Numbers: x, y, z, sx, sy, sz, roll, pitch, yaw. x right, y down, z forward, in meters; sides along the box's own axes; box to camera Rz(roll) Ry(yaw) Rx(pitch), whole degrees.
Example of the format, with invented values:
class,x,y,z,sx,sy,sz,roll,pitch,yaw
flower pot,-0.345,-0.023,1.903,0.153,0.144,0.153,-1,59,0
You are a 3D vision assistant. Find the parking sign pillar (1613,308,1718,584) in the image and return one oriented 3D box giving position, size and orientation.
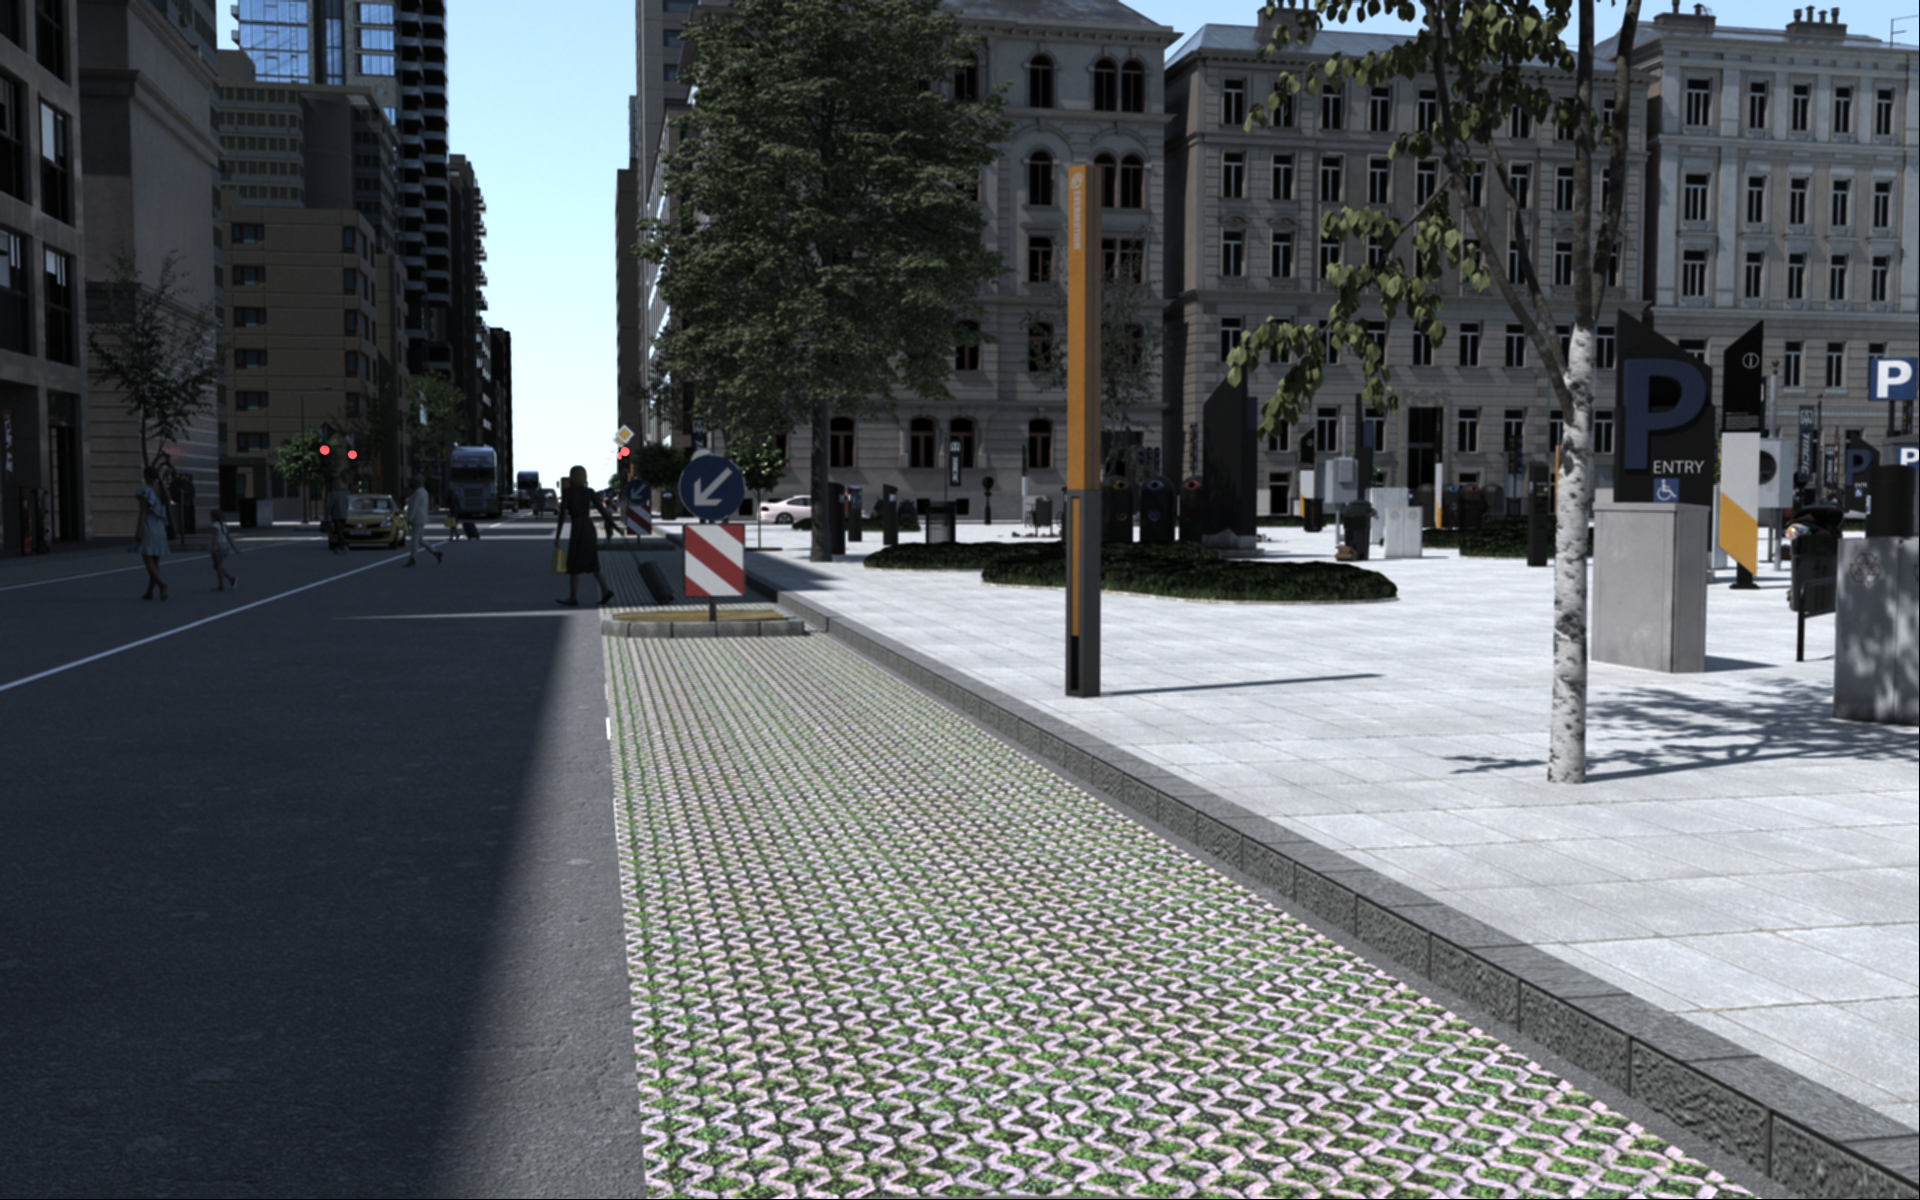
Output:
class,x,y,z,sx,sy,sz,roll,pitch,yaw
parking sign pillar,10.181,-2.237,25.044,1.447,3.967,1.447,1,4,11

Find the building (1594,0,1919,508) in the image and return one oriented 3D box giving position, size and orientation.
class,x,y,z,sx,sy,sz,roll,pitch,yaw
building,44.007,-19.041,97.227,20.117,28.700,13.634,-1,4,-12

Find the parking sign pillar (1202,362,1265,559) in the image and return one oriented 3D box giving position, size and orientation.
class,x,y,z,sx,sy,sz,roll,pitch,yaw
parking sign pillar,5.439,-2.841,34.917,1.447,3.967,1.447,-2,4,-27

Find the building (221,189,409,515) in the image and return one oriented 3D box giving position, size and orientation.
class,x,y,z,sx,sy,sz,roll,pitch,yaw
building,-53.108,-16.632,116.966,27.650,21.520,28.899,-1,4,-12

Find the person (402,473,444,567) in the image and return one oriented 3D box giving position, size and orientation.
class,x,y,z,sx,sy,sz,roll,pitch,yaw
person,-10.632,-1.583,34.256,0.818,1.842,0.514,-1,4,-23

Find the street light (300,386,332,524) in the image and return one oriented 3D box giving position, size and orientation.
class,x,y,z,sx,sy,sz,roll,pitch,yaw
street light,-27.776,-6.252,74.759,1.470,5.913,1.316,-1,4,-12

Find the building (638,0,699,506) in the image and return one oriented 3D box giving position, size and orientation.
class,x,y,z,sx,sy,sz,roll,pitch,yaw
building,-20.540,-38.358,169.146,21.231,58.520,28.212,-1,4,-12

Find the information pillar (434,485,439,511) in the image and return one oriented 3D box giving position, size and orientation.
class,x,y,z,sx,sy,sz,roll,pitch,yaw
information pillar,-40.453,-7.910,133.813,0.304,2.012,0.304,-3,5,-42

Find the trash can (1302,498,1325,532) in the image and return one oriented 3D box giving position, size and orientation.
class,x,y,z,sx,sy,sz,roll,pitch,yaw
trash can,11.869,-2.847,58.198,0.748,1.137,0.748,0,3,0

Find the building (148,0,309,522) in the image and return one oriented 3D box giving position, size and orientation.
class,x,y,z,sx,sy,sz,roll,pitch,yaw
building,-49.385,-23.863,82.033,32.217,40.220,23.993,-1,4,-12

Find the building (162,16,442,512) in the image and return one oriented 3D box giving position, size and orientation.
class,x,y,z,sx,sy,sz,roll,pitch,yaw
building,-64.180,-28.373,155.776,32.217,40.220,23.993,-1,4,-12

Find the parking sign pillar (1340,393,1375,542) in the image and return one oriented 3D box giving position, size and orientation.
class,x,y,z,sx,sy,sz,roll,pitch,yaw
parking sign pillar,10.964,-3.579,46.992,1.447,3.967,1.447,1,4,16

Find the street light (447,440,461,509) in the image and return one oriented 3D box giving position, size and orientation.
class,x,y,z,sx,sy,sz,roll,pitch,yaw
street light,-43.669,-10.827,149.561,1.470,5.913,1.316,-1,4,-12

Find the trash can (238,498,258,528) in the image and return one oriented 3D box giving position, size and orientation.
class,x,y,z,sx,sy,sz,roll,pitch,yaw
trash can,-27.175,-3.332,66.129,0.748,1.137,0.748,0,3,0

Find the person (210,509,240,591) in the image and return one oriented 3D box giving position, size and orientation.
class,x,y,z,sx,sy,sz,roll,pitch,yaw
person,-10.888,-0.737,25.563,0.382,1.210,0.505,0,4,-5

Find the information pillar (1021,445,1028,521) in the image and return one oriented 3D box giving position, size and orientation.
class,x,y,z,sx,sy,sz,roll,pitch,yaw
information pillar,3.080,-5.554,82.162,0.183,3.616,0.504,1,4,22

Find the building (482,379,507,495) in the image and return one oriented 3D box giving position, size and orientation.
class,x,y,z,sx,sy,sz,roll,pitch,yaw
building,-86.081,-26.094,271.672,27.650,21.520,28.899,-1,4,-12

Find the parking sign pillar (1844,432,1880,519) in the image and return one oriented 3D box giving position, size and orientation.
class,x,y,z,sx,sy,sz,roll,pitch,yaw
parking sign pillar,38.908,-5.274,74.707,1.447,3.967,1.447,-2,4,-28

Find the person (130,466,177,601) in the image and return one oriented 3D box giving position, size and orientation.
class,x,y,z,sx,sy,sz,roll,pitch,yaw
person,-10.821,-0.901,23.331,0.778,1.811,0.616,3,5,40

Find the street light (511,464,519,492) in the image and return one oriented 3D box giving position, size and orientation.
class,x,y,z,sx,sy,sz,roll,pitch,yaw
street light,-69.420,-18.191,269.970,1.470,5.913,1.316,-1,4,-12

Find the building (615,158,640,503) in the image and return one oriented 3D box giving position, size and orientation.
class,x,y,z,sx,sy,sz,roll,pitch,yaw
building,-37.924,-38.116,246.896,21.300,48.544,21.600,-1,4,-12

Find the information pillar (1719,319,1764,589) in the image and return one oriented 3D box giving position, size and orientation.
class,x,y,z,sx,sy,sz,roll,pitch,yaw
information pillar,10.520,-1.955,23.311,0.504,3.616,0.183,1,4,10

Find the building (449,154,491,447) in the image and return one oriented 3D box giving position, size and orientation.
class,x,y,z,sx,sy,sz,roll,pitch,yaw
building,-77.829,-38.085,242.300,23.786,49.044,30.456,-1,4,-12

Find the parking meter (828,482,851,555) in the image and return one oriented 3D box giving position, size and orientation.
class,x,y,z,sx,sy,sz,roll,pitch,yaw
parking meter,-2.609,-1.720,36.530,0.372,1.533,0.369,0,3,0

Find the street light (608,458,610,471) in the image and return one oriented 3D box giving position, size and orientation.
class,x,y,z,sx,sy,sz,roll,pitch,yaw
street light,-37.092,-13.143,187.433,1.470,5.913,1.316,-1,4,-12

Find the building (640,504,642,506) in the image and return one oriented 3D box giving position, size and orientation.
class,x,y,z,sx,sy,sz,roll,pitch,yaw
building,-20.167,-30.859,196.424,32.217,40.220,23.993,-1,4,-12

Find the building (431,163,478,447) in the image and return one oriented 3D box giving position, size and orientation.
class,x,y,z,sx,sy,sz,roll,pitch,yaw
building,-65.645,-32.046,207.538,14.154,41.232,14.086,-1,4,-12

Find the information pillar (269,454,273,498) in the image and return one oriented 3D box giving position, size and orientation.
class,x,y,z,sx,sy,sz,roll,pitch,yaw
information pillar,-40.379,-6.754,101.789,0.504,3.616,0.183,2,4,24

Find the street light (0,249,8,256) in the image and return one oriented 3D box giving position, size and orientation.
class,x,y,z,sx,sy,sz,roll,pitch,yaw
street light,-18.724,-3.689,32.854,1.470,5.913,1.316,-1,4,-12

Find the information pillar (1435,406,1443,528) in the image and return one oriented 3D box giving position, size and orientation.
class,x,y,z,sx,sy,sz,roll,pitch,yaw
information pillar,12.861,-3.374,46.519,0.183,3.616,0.504,0,4,4

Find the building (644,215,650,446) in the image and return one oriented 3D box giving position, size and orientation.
class,x,y,z,sx,sy,sz,roll,pitch,yaw
building,-18.929,-21.836,142.917,13.634,28.700,20.117,-1,4,-12

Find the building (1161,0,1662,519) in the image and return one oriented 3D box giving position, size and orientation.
class,x,y,z,sx,sy,sz,roll,pitch,yaw
building,22.077,-18.009,91.706,25.104,27.353,12.463,-1,4,-12

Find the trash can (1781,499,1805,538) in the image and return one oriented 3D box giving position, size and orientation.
class,x,y,z,sx,sy,sz,roll,pitch,yaw
trash can,24.453,-2.406,50.994,0.748,1.137,0.748,0,3,0

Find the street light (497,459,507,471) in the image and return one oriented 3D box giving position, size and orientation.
class,x,y,z,sx,sy,sz,roll,pitch,yaw
street light,-61.115,-15.813,231.089,1.470,5.913,1.316,-1,4,-12

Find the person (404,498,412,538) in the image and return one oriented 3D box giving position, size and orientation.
class,x,y,z,sx,sy,sz,roll,pitch,yaw
person,-17.836,-2.654,56.146,0.306,1.304,0.590,-2,4,-29

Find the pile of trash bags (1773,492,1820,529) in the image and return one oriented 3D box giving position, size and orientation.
class,x,y,z,sx,sy,sz,roll,pitch,yaw
pile of trash bags,30.564,-3.256,62.984,1.912,1.369,3.447,3,5,41

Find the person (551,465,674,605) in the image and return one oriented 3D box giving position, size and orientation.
class,x,y,z,sx,sy,sz,roll,pitch,yaw
person,-4.504,-0.831,22.304,1.509,1.804,0.699,0,4,3

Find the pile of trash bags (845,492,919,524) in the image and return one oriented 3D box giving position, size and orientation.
class,x,y,z,sx,sy,sz,roll,pitch,yaw
pile of trash bags,-3.318,-3.671,69.768,3.447,1.369,1.912,0,4,4

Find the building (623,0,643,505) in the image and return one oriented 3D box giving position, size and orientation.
class,x,y,z,sx,sy,sz,roll,pitch,yaw
building,-31.731,-47.556,215.787,20.563,71.187,20.611,-1,4,-12

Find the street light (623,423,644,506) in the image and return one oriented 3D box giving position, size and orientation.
class,x,y,z,sx,sy,sz,roll,pitch,yaw
street light,-21.253,-8.588,112.947,1.470,5.913,1.316,-1,4,-12

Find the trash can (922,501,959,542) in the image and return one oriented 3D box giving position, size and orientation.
class,x,y,z,sx,sy,sz,roll,pitch,yaw
trash can,-0.392,-1.430,35.028,0.748,1.137,0.748,0,3,0

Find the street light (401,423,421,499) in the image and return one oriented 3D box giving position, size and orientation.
class,x,y,z,sx,sy,sz,roll,pitch,yaw
street light,-36.027,-8.629,113.628,1.470,5.913,1.316,-1,4,-12

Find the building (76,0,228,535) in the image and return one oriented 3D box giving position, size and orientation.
class,x,y,z,sx,sy,sz,roll,pitch,yaw
building,-38.165,-13.162,57.007,24.055,21.916,13.314,-1,4,-12

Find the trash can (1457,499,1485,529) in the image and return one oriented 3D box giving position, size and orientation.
class,x,y,z,sx,sy,sz,roll,pitch,yaw
trash can,13.856,-2.163,47.014,0.748,1.137,0.748,0,3,0

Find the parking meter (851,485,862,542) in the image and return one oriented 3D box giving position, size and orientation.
class,x,y,z,sx,sy,sz,roll,pitch,yaw
parking meter,-2.830,-2.338,46.631,0.372,1.533,0.369,0,3,0

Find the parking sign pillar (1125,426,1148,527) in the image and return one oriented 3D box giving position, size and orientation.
class,x,y,z,sx,sy,sz,roll,pitch,yaw
parking sign pillar,7.035,-4.930,69.072,1.447,3.967,1.447,2,4,30

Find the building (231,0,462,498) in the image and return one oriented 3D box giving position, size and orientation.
class,x,y,z,sx,sy,sz,roll,pitch,yaw
building,-64.492,-53.226,182.921,22.319,86.520,31.000,-1,4,-12

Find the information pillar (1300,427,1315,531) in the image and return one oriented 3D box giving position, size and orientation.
class,x,y,z,sx,sy,sz,roll,pitch,yaw
information pillar,12.099,-4.216,60.292,0.504,3.616,0.183,0,4,7

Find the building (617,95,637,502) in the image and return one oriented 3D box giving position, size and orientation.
class,x,y,z,sx,sy,sz,roll,pitch,yaw
building,-42.679,-58.664,271.833,22.319,86.520,31.000,-1,4,-12

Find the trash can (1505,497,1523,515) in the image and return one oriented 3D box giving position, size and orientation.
class,x,y,z,sx,sy,sz,roll,pitch,yaw
trash can,23.377,-3.761,73.145,0.748,1.137,0.748,0,3,0

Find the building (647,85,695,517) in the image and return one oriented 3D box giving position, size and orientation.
class,x,y,z,sx,sy,sz,roll,pitch,yaw
building,-10.614,-19.087,116.588,19.350,26.468,34.151,-1,4,-12

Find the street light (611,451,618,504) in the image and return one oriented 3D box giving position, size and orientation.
class,x,y,z,sx,sy,sz,roll,pitch,yaw
street light,-29.472,-10.931,151.269,1.470,5.913,1.316,-1,4,-12

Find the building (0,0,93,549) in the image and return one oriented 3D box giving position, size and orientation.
class,x,y,z,sx,sy,sz,roll,pitch,yaw
building,-29.676,-13.680,28.190,19.350,26.468,34.151,-1,4,-12

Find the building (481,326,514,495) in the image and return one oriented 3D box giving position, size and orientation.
class,x,y,z,sx,sy,sz,roll,pitch,yaw
building,-83.489,-31.939,293.896,14.160,30.474,14.107,-1,4,-12

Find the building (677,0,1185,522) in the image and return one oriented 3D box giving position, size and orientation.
class,x,y,z,sx,sy,sz,roll,pitch,yaw
building,-2.102,-18.411,88.406,23.554,28.519,14.401,-1,4,-12
